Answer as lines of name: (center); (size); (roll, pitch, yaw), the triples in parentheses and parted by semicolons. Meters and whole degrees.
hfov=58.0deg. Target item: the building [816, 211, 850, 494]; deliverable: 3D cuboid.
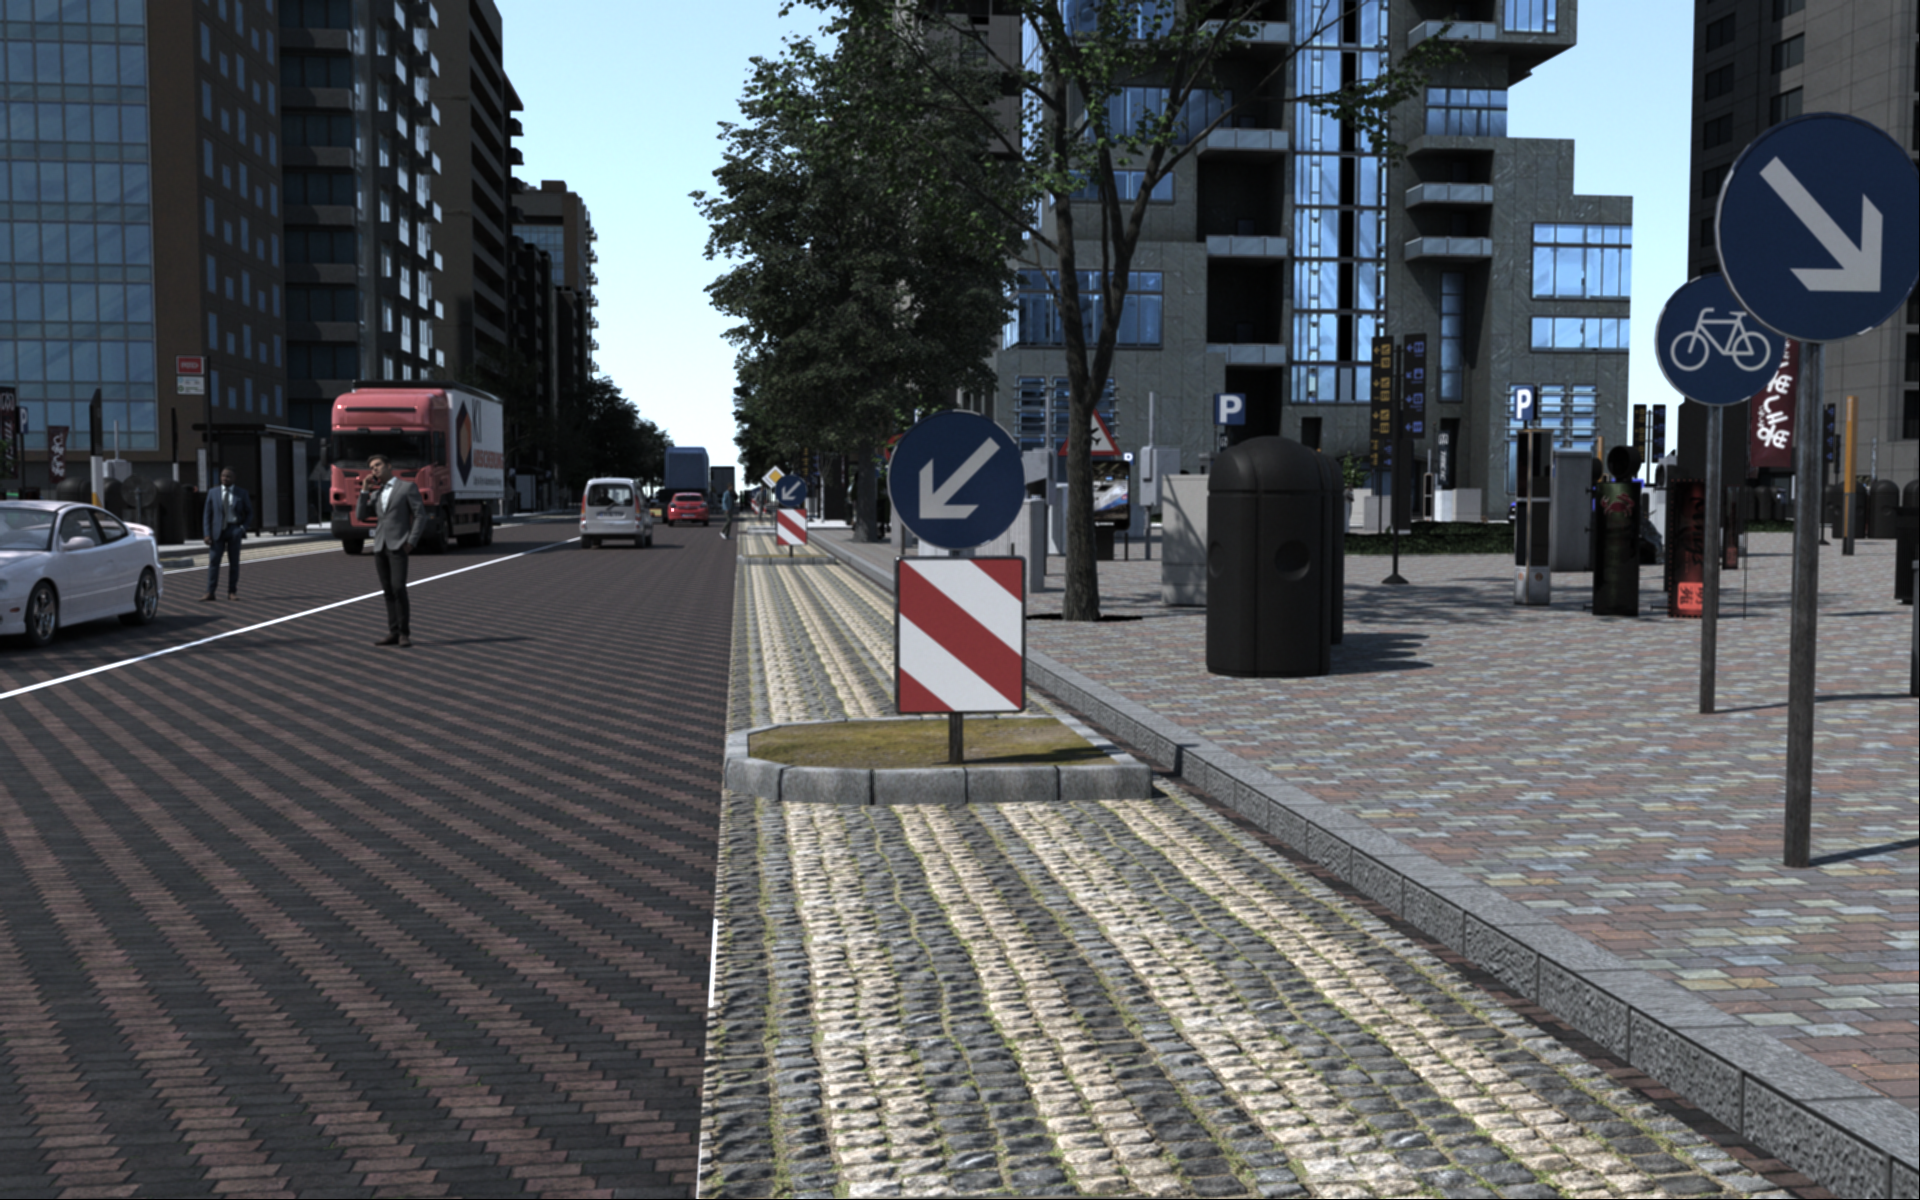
building: (-14.005, -34.820, 252.908); (14.154, 41.232, 14.086); (0, 4, -7)

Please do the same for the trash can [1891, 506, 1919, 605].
trash can: (11.190, -0.515, 20.072); (0.748, 1.137, 0.748); (0, 3, 0)

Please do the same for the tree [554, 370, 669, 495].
tree: (-37.006, -16.604, 178.133); (9.857, 13.997, 8.962); (0, 3, 0)

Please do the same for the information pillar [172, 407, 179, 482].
information pillar: (-21.218, -3.396, 46.873); (0.183, 3.616, 0.504); (-1, 4, -18)

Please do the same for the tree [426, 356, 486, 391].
tree: (-26.895, -8.640, 91.634); (4.737, 8.622, 4.395); (0, 3, 0)

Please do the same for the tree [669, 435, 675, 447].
tree: (-51.233, -23.329, 288.084); (9.857, 13.997, 8.962); (0, 3, 0)

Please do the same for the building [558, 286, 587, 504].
building: (-58.684, -28.429, 236.507); (14.160, 30.474, 14.107); (0, 4, -7)

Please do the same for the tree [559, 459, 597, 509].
tree: (-32.461, -9.987, 146.995); (4.285, 4.588, 4.351); (0, 3, 0)

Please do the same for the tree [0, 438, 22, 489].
tree: (-18.392, -2.304, 32.265); (1.663, 3.219, 1.824); (0, 3, 0)

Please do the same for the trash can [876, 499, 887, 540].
trash can: (-2.424, -2.278, 48.895); (0.748, 1.137, 0.748); (0, 3, 0)

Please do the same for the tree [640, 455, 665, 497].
tree: (-48.147, -20.219, 264.984); (7.601, 10.594, 8.767); (2, 4, 26)

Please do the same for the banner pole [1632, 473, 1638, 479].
banner pole: (43.077, -7.381, 110.692); (0.401, 3.779, 0.863); (-1, 4, -10)

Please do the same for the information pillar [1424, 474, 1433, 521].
information pillar: (17.226, -3.623, 63.727); (0.304, 2.012, 0.304); (1, 4, 14)

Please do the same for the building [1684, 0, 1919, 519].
building: (53.240, -39.833, 89.519); (20.611, 71.187, 20.563); (0, 4, -7)

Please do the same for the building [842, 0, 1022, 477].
building: (2.481, -36.431, 184.884); (28.713, 52.752, 27.495); (0, 4, -7)

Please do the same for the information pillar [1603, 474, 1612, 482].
information pillar: (23.832, -3.635, 63.926); (0.304, 2.012, 0.304); (-3, 5, -42)

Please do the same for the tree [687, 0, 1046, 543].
tree: (-2.522, -8.479, 45.293); (9.857, 13.997, 8.962); (0, 3, 0)

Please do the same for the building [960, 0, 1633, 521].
building: (15.629, -47.431, 88.163); (31.000, 86.520, 22.319); (0, 4, -7)

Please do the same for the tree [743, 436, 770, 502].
tree: (-30.064, -21.458, 268.960); (7.486, 12.596, 7.792); (0, 3, 0)

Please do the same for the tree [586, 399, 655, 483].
tree: (-40.742, -17.569, 204.264); (9.611, 12.733, 9.660); (0, 3, 0)

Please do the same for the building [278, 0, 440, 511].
building: (-47.782, -30.393, 116.541); (23.786, 49.044, 30.456); (0, 4, -7)

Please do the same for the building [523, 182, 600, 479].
building: (-68.422, -39.883, 271.692); (23.786, 49.044, 30.456); (0, 4, -7)

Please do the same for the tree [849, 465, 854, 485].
tree: (-6.714, -6.386, 99.014); (1.663, 3.219, 1.824); (0, 3, 0)

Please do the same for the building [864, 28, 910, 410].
building: (-1.601, -31.407, 163.621); (14.600, 45.320, 14.200); (0, 4, -7)

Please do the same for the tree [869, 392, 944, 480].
tree: (-0.707, -2.354, 33.091); (1.663, 3.219, 1.824); (0, 3, 0)

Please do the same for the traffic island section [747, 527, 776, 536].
traffic island section: (-6.374, -2.318, 60.175); (2.009, 0.180, 2.903); (0, 4, -7)

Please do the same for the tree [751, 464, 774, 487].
tree: (-29.694, -18.973, 260.577); (4.360, 8.622, 3.978); (0, 3, 0)

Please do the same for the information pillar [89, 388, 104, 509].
information pillar: (-18.931, -2.854, 38.015); (0.183, 3.616, 0.504); (0, 4, -7)

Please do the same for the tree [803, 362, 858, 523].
tree: (-5.842, -7.705, 76.346); (4.360, 8.622, 3.978); (0, 3, 0)

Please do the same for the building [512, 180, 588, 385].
building: (-61.465, -36.704, 250.220); (14.600, 45.320, 14.200); (0, 4, -7)

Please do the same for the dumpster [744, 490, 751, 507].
dumpster: (-21.702, -10.564, 180.934); (1.865, 1.857, 1.264); (0, 4, -6)

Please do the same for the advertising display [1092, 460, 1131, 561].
advertising display: (2.774, -1.712, 33.197); (0.974, 1.923, 0.123); (1, 4, 12)

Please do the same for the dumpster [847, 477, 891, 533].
dumpster: (-2.998, -3.423, 58.464); (1.502, 2.255, 1.985); (0, 4, -7)

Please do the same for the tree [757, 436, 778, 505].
tree: (-21.707, -15.386, 201.931); (4.737, 8.622, 4.395); (0, 3, 0)

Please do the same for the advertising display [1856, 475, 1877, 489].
advertising display: (31.034, -3.328, 59.626); (0.123, 1.923, 0.974); (-3, 4, -36)

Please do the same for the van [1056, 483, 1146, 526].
van: (5.006, -3.578, 65.515); (4.112, 2.044, 2.013); (0, 4, -6)

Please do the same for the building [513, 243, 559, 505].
building: (-54.012, -25.995, 196.720); (14.160, 30.474, 14.107); (0, 4, -7)

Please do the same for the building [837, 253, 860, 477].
building: (-7.641, -26.515, 205.214); (14.160, 30.474, 14.107); (0, 4, -7)

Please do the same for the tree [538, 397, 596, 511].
tree: (-31.375, -11.504, 138.453); (4.360, 8.622, 3.978); (0, 3, 0)

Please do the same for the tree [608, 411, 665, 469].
tree: (-45.181, -19.934, 236.283); (12.009, 13.543, 11.850); (0, 3, 0)

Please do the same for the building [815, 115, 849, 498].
building: (-12.416, -44.762, 273.858); (21.231, 58.520, 28.212); (0, 4, -7)

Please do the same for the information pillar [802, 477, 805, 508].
information pillar: (-8.680, -6.403, 96.044); (0.183, 3.616, 0.504); (0, 4, -8)

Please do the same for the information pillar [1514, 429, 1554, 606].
information pillar: (6.578, -0.940, 19.866); (0.304, 2.012, 0.304); (-1, 4, -12)

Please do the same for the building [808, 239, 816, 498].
building: (-18.636, -39.443, 295.000); (14.600, 45.320, 14.200); (0, 4, -7)

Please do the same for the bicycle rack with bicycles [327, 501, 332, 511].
bicycle rack with bicycles: (-30.696, -4.515, 87.209); (2.852, 0.926, 2.925); (-2, 4, -24)

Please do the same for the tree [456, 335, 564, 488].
tree: (-27.278, -10.276, 102.427); (8.767, 10.594, 7.601); (2, 4, 25)

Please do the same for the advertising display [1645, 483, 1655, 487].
advertising display: (41.885, -6.114, 105.177); (0.974, 1.923, 0.123); (3, 5, 41)

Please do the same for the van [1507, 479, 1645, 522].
van: (24.386, -3.931, 68.651); (5.245, 2.365, 2.240); (0, 4, -8)

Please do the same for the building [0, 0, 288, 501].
building: (-40.510, -26.298, 80.082); (14.600, 45.320, 14.200); (0, 4, -7)

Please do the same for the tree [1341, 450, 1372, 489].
tree: (17.273, -5.050, 77.170); (1.663, 3.219, 1.824); (0, 3, 0)

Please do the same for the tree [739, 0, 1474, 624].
tree: (1.374, -5.607, 17.431); (9.928, 11.665, 9.643); (0, 3, 0)

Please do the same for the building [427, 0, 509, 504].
building: (-51.404, -32.130, 149.030); (21.300, 48.544, 21.600); (0, 4, -7)

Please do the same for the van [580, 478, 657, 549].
van: (-9.262, -2.436, 46.846); (2.013, 2.044, 4.112); (0, 4, -6)

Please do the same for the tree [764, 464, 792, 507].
tree: (-18.214, -11.597, 173.331); (4.285, 4.588, 4.351); (0, 3, 0)

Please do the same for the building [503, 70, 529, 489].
building: (-55.803, -31.767, 174.018); (22.147, 44.769, 28.867); (0, 4, -7)

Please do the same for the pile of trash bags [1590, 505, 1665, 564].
pile of trash bags: (11.330, -1.327, 31.449); (3.447, 1.369, 1.912); (-3, 5, -42)

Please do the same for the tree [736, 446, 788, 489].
tree: (-32.894, -22.877, 291.045); (9.611, 12.733, 9.660); (0, 3, 0)

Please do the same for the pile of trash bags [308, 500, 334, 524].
pile of trash bags: (-28.011, -3.942, 74.207); (3.447, 1.369, 1.912); (-3, 5, -40)

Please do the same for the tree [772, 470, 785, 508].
tree: (-13.841, -8.591, 135.063); (1.663, 3.219, 1.824); (0, 3, 0)
